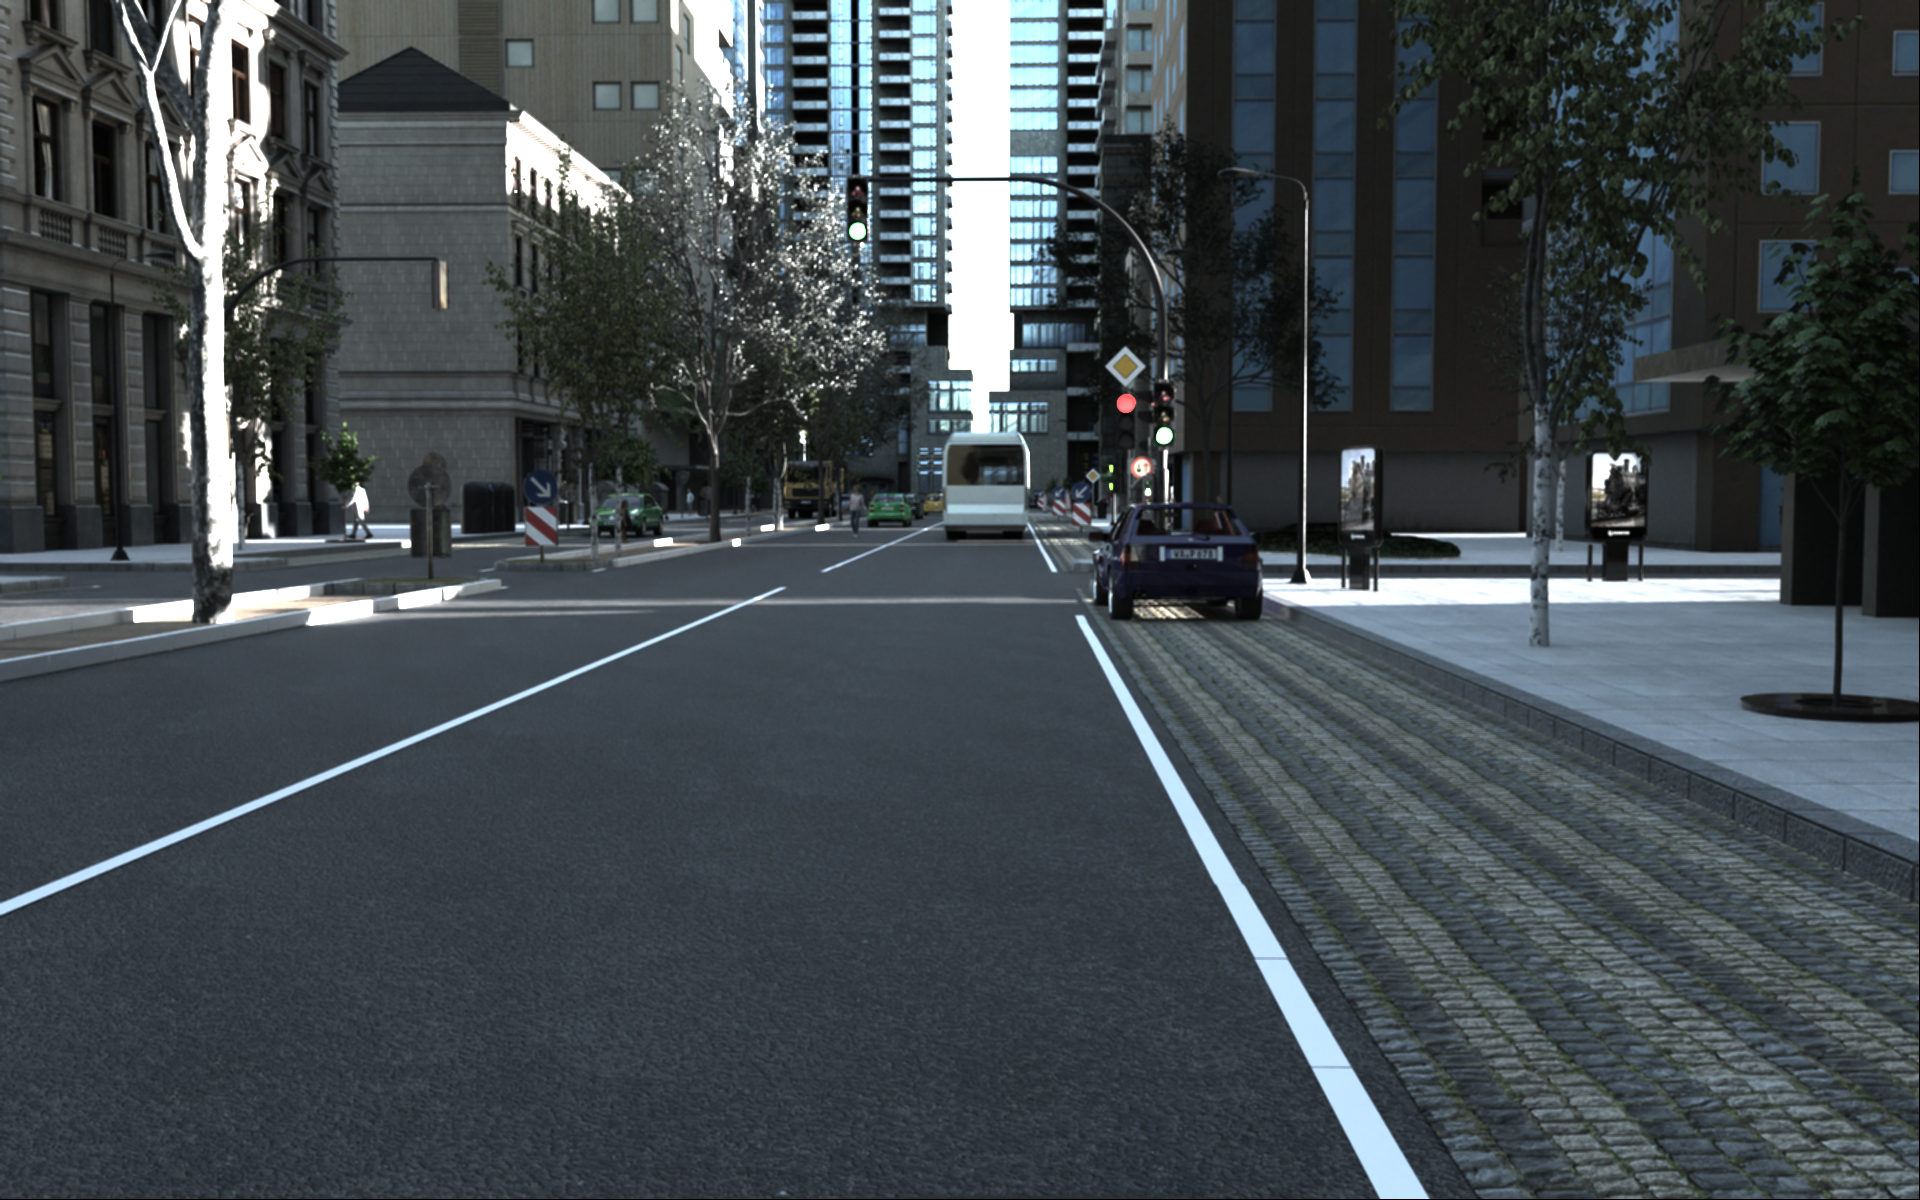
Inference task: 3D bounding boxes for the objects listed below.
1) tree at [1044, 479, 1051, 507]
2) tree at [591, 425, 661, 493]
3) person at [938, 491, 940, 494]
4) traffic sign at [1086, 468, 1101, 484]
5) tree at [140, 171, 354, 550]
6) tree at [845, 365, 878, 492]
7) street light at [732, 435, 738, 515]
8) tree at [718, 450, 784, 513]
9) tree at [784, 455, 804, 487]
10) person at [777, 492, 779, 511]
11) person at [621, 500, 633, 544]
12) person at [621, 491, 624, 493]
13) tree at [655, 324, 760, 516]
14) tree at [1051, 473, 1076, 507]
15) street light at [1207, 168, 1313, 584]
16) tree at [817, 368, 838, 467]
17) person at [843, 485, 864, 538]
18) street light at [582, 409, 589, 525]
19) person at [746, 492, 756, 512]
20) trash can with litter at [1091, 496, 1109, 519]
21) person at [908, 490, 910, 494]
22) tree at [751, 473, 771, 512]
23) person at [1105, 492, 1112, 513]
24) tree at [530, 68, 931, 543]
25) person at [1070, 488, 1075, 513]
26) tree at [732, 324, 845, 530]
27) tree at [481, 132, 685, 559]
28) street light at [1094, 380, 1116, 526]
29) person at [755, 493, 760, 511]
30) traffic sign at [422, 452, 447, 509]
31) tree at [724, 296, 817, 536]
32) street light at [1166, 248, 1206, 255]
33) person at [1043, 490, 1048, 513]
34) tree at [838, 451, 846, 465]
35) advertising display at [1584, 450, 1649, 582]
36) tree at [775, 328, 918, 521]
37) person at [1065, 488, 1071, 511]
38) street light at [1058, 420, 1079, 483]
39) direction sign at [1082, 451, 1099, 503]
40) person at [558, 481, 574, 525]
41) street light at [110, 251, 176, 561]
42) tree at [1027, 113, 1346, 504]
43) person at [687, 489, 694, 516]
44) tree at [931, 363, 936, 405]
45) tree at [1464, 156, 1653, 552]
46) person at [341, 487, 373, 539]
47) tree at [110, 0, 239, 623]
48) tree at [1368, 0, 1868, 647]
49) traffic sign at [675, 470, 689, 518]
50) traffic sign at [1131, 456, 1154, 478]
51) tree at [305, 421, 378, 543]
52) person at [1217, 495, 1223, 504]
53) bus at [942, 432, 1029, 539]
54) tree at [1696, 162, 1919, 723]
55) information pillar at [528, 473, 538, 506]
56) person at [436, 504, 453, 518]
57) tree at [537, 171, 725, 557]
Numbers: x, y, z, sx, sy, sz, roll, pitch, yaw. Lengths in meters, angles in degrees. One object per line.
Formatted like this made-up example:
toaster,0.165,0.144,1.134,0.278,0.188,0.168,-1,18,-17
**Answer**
tree,9.670,-11.237,178.326,1.663,3.219,1.824,0,3,0
tree,-15.288,-5.806,78.637,4.285,4.588,4.351,0,3,0
person,-1.874,-8.692,151.341,1.217,1.735,0.721,-2,4,-29
traffic sign,6.762,-5.387,87.813,0.795,2.593,0.064,1,4,11
tree,-16.184,-5.446,39.398,4.737,8.622,4.395,0,3,0
tree,-6.024,-8.105,85.333,4.737,8.622,4.395,0,3,0
street light,-13.566,-8.311,108.429,1.470,5.913,1.316,0,4,2
tree,-14.633,-8.111,116.334,4.285,4.588,4.351,0,3,0
tree,-13.430,-9.635,141.251,4.285,4.588,4.351,0,3,0
person,-13.935,-7.664,131.899,0.434,1.755,0.990,1,4,17
person,-9.675,-2.267,50.235,0.373,1.253,0.362,1,4,17
person,-17.157,-4.926,86.685,0.694,1.812,0.767,0,4,8
tree,-14.849,-10.869,103.470,9.928,11.665,9.643,0,3,0
tree,9.454,-9.746,153.940,1.663,3.219,1.824,0,3,0
street light,4.381,-3.200,24.855,1.470,5.913,1.316,0,4,2
tree,-6.764,-6.759,63.331,4.360,8.622,3.978,0,3,0
person,-3.476,-2.921,56.931,0.731,1.740,0.598,0,4,8
street light,-14.811,-6.015,70.884,1.470,5.913,1.316,0,4,2
person,-14.804,-6.936,122.674,0.697,1.427,0.421,-1,4,-15
trash can with litter,7.096,-4.751,89.061,1.055,1.170,0.624,-1,4,-13
person,-5.431,-10.734,184.015,0.705,1.823,1.348,1,4,14
tree,-14.742,-8.095,126.962,1.663,3.219,1.824,0,3,0
person,9.858,-6.459,114.874,0.991,1.433,0.599,-2,4,-26
tree,-7.109,-8.385,49.914,12.009,13.543,11.850,0,3,0
person,7.778,-6.812,118.147,0.721,1.735,1.217,-2,4,-25
tree,-7.056,-7.044,67.981,4.737,8.622,4.395,0,3,0
tree,-7.412,-5.014,34.800,4.737,8.622,4.395,0,3,0
street light,5.716,-5.986,70.415,1.470,5.913,1.316,0,4,2
person,-15.610,-7.737,133.254,0.721,1.736,1.217,-1,4,-19
traffic sign,-16.082,-3.235,52.991,0.768,2.556,0.104,0,4,4
tree,-7.144,-6.454,58.337,4.360,8.622,3.978,0,3,0
street light,4.585,-3.690,32.868,1.470,5.913,1.316,0,4,2
person,6.491,-7.475,131.391,0.621,1.740,0.551,-3,5,-44
tree,-13.027,-13.536,171.668,4.360,8.622,3.978,0,3,0
advertising display,9.634,-1.236,25.419,0.974,1.923,0.123,-1,4,-14
tree,-6.337,-9.490,92.028,8.767,10.594,7.601,0,4,2
person,8.234,-7.714,132.835,0.621,1.740,0.551,2,4,23
street light,6.825,-8.283,107.963,1.470,5.913,1.316,0,4,2
direction sign,6.903,-6.099,91.713,0.876,3.537,0.379,0,4,1
person,-15.996,-3.926,70.331,0.778,1.811,0.616,1,4,10
street light,-15.720,-3.718,33.330,1.470,5.913,1.316,0,4,2
tree,5.996,-6.619,42.626,7.601,10.594,8.767,3,4,37
person,-15.821,-5.721,101.388,0.330,1.601,0.589,-3,4,-37
tree,-6.127,-9.996,76.266,12.009,13.543,11.850,0,3,0
tree,13.361,-5.392,38.518,4.360,8.622,3.978,0,3,0
person,-17.197,-2.641,49.505,0.850,1.792,0.678,0,4,2
tree,-9.496,-9.859,19.537,12.611,20.169,13.585,0,3,0
tree,5.110,-3.909,14.272,4.737,8.622,4.395,0,3,0
traffic sign,-14.750,-5.613,91.876,0.768,2.556,0.104,0,4,4
traffic sign,6.171,-3.584,58.709,0.768,2.556,0.104,0,4,4
tree,-16.283,-3.152,46.143,1.663,3.219,1.824,0,3,0
person,6.579,-2.015,43.663,0.362,1.253,0.373,3,5,41
bus,0.805,-3.862,58.001,2.948,3.499,13.247,0,4,0
tree,5.309,-0.951,10.144,1.663,3.219,1.824,0,3,0
information pillar,-15.048,-3.462,61.099,0.304,2.012,0.304,0,4,-7
person,-18.072,-2.986,60.357,1.012,1.151,0.738,1,4,12
tree,-7.797,-5.299,39.453,4.360,8.622,3.978,0,3,0
